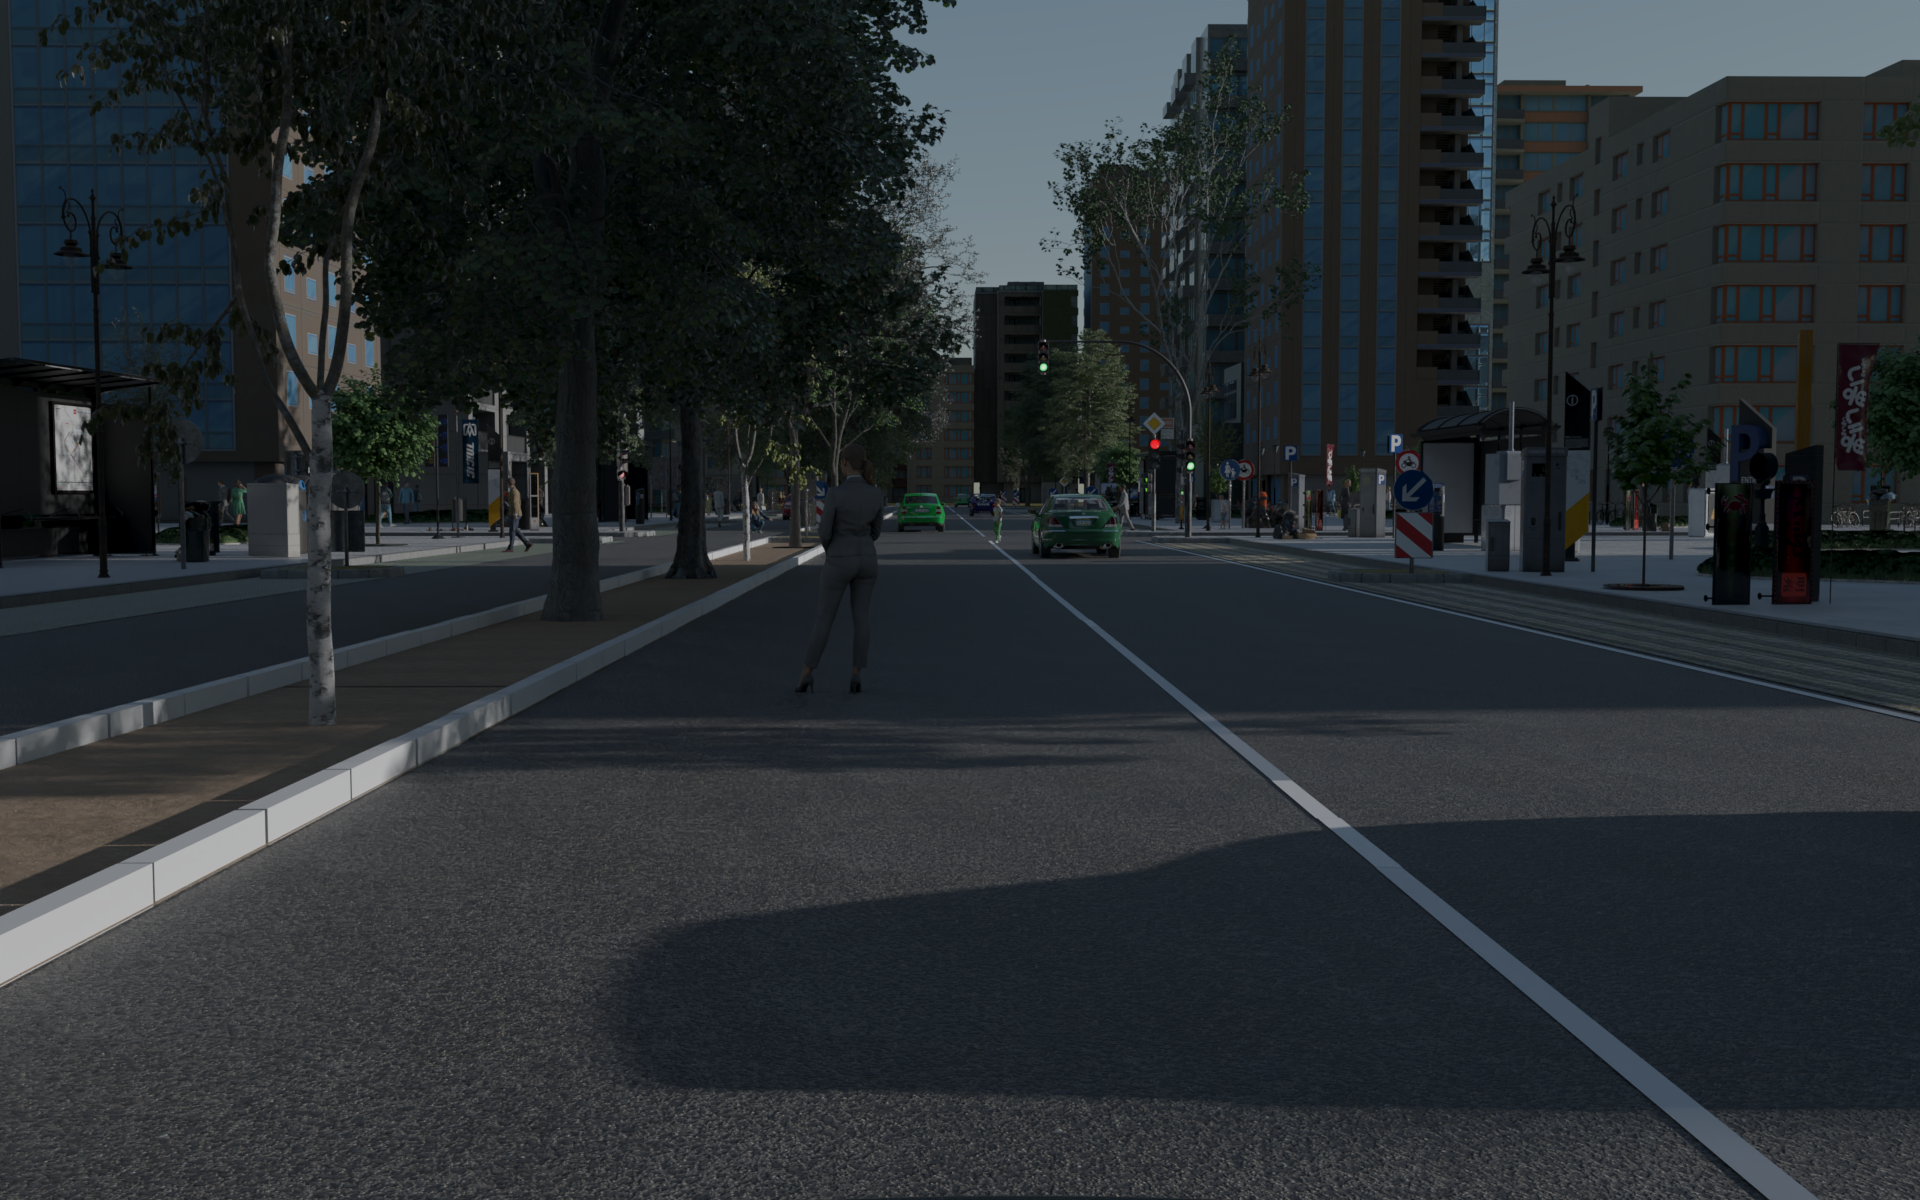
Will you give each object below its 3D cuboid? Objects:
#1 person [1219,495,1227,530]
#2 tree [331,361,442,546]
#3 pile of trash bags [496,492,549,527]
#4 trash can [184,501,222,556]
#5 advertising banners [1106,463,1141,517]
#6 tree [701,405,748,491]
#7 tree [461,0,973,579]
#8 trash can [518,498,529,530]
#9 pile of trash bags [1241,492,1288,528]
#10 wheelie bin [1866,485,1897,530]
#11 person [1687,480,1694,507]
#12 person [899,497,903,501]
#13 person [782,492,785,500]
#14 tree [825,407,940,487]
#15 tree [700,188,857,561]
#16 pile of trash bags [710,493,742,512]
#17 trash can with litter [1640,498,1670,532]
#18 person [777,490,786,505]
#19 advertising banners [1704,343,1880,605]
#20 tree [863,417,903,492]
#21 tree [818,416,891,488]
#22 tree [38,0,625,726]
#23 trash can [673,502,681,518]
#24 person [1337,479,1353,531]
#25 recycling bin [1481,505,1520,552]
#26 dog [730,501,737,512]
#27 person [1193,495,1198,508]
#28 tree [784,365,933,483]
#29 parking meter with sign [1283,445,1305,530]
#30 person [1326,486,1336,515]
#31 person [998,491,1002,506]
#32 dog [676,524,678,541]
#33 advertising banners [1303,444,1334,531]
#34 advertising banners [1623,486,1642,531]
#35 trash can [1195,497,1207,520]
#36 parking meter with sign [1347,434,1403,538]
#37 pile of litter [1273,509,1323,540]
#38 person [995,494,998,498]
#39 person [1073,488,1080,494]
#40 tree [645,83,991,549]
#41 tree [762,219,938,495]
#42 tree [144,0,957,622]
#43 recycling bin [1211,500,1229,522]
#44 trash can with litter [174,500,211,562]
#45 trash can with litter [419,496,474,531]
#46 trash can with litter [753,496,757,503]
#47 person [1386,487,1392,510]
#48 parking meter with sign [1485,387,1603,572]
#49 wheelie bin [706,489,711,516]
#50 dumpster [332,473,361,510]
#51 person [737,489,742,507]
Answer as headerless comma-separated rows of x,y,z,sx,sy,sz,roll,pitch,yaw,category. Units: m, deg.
9.503,-3.174,62.622,0.352,1.250,0.332,2,4,34,person
-14.502,-3.624,42.970,4.285,4.588,4.351,0,3,0,tree
-17.485,-3.567,68.069,1.912,1.369,3.447,-2,4,-29,pile of trash bags
-15.777,-1.497,36.124,0.748,1.137,0.748,0,3,0,trash can
9.175,-6.148,96.709,2.074,3.025,0.090,0,4,1,advertising banners
-15.877,-10.233,117.665,4.360,8.622,3.978,0,3,0,tree
-4.555,-6.710,29.168,9.611,12.733,9.660,0,3,0,tree
-15.504,-3.075,61.923,0.748,1.137,0.748,0,3,0,trash can
11.672,-3.450,66.165,1.912,1.369,3.447,0,4,2,pile of trash bags
32.315,-3.234,60.783,0.980,1.594,0.693,3,4,38,wheelie bin
26.794,-3.479,63.187,0.793,1.790,0.793,-2,4,-27,person
-4.812,-8.410,149.226,0.991,1.433,0.599,1,4,17,person
-21.888,-12.606,215.394,0.721,1.735,1.217,-1,4,-9,person
-5.495,-10.869,114.583,8.767,10.594,7.601,0,4,-1,tree
-4.523,-5.121,36.555,4.737,8.622,4.395,0,3,0,tree
-17.681,-7.263,128.508,1.912,1.369,3.447,-3,4,-37,pile of trash bags
23.882,-2.934,59.364,1.055,1.170,0.624,1,4,13,trash can with litter
-20.998,-11.995,202.263,1.348,1.812,0.705,0,4,-5,person
9.638,-1.459,20.041,2.074,3.025,0.090,0,4,-7,advertising banners
-4.903,-8.137,85.865,4.737,8.622,4.395,0,3,0,tree
-4.928,-7.836,80.941,4.360,8.622,3.978,0,3,0,tree
-3.961,-3.539,10.683,4.360,8.622,3.978,0,3,0,tree
-15.235,-5.022,93.763,0.748,1.137,0.748,0,3,0,trash can
13.523,-3.323,60.584,0.699,1.804,1.509,1,4,13,person
12.240,-1.617,38.985,0.722,1.027,0.722,-1,4,-22,recycling bin
-15.908,-6.570,121.801,0.513,0.831,0.800,-3,4,-37,dog
14.027,-5.649,103.079,0.373,1.253,0.362,1,4,15,person
-5.192,-10.609,94.037,7.486,12.596,7.792,0,3,0,tree
12.247,-4.075,62.882,0.543,3.016,1.738,2,4,28,parking meter with sign
22.689,-6.083,105.758,0.793,1.790,0.793,1,4,17,person
4.572,-11.443,195.599,0.705,1.822,1.348,2,4,24,person
-6.017,-1.315,38.340,0.513,0.831,0.800,3,5,42,dog
12.508,-3.923,60.332,0.090,3.025,2.074,3,5,41,advertising banners
23.952,-3.986,61.353,0.090,3.025,2.074,3,5,41,advertising banners
11.983,-4.529,85.697,0.748,1.137,0.748,0,3,0,trash can
12.190,-3.354,51.103,0.543,3.016,1.738,-2,4,-33,parking meter with sign
9.620,-2.159,49.272,1.719,0.858,1.176,-1,4,-20,pile of litter
3.877,-10.693,186.569,0.421,1.427,0.697,0,4,1,person
11.014,-9.680,164.319,1.348,1.823,0.705,-1,4,-20,person
-4.297,-8.085,45.014,12.009,13.543,11.850,0,3,0,tree
-4.534,-8.254,63.173,9.928,11.665,9.643,0,3,0,tree
-4.400,-6.740,19.315,9.857,13.997,8.962,0,3,0,tree
11.797,-4.036,78.537,0.722,1.027,0.722,0,4,-2,recycling bin
-14.607,-1.308,32.778,0.624,1.170,1.055,-3,5,-44,trash can with litter
-17.814,-3.004,60.174,2.233,1.210,1.678,-3,5,-39,trash can with litter
-15.144,-7.014,126.065,0.624,1.170,1.055,3,4,37,trash can with litter
26.491,-6.115,106.694,0.598,1.740,0.731,-1,4,-9,person
9.616,-1.977,28.586,1.738,3.016,0.543,1,4,10,parking meter with sign
-14.978,-5.722,101.456,0.980,1.594,0.693,3,5,42,wheelie bin
-17.059,-2.509,46.784,1.264,1.857,1.865,0,4,-1,dumpster
-21.158,-9.779,166.452,0.617,1.759,0.750,-2,4,-24,person
